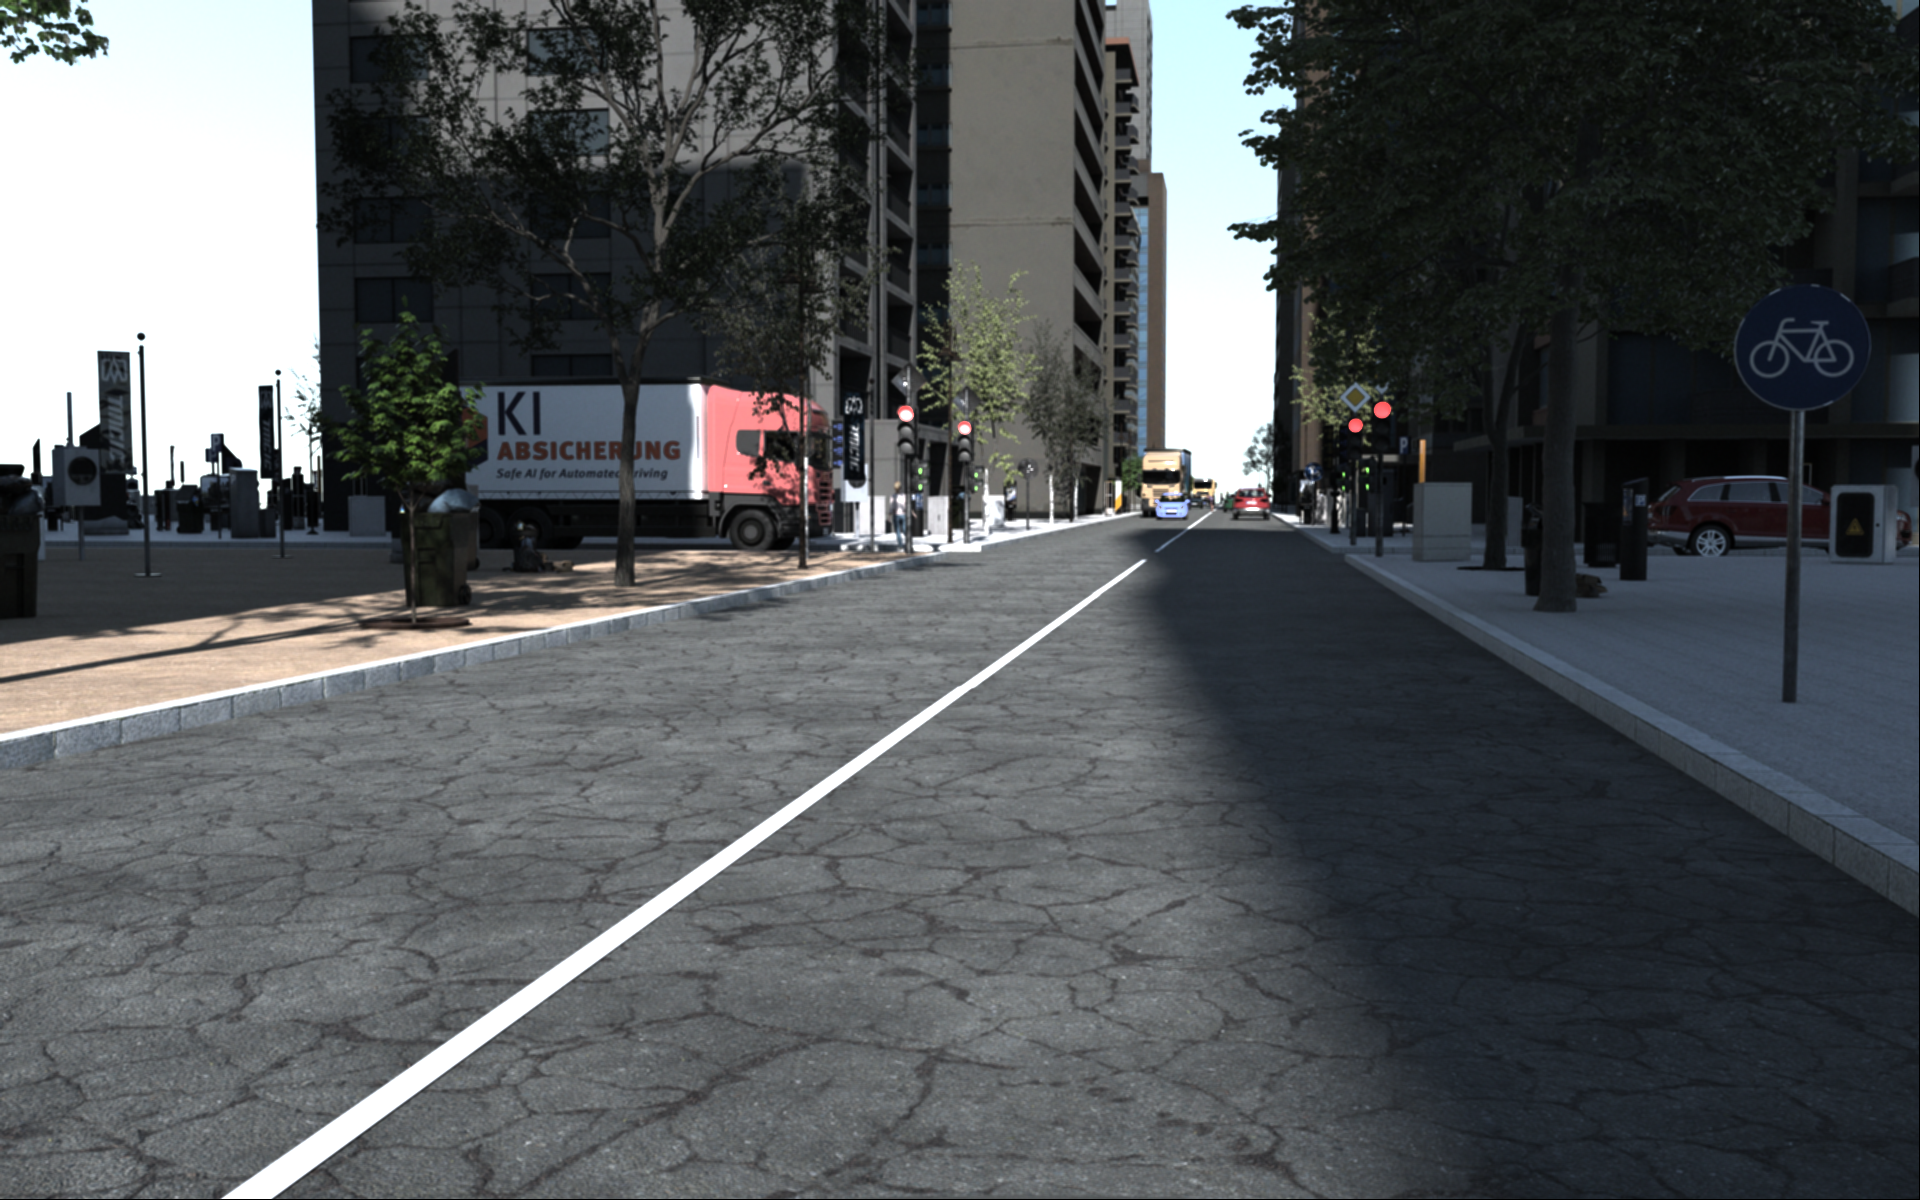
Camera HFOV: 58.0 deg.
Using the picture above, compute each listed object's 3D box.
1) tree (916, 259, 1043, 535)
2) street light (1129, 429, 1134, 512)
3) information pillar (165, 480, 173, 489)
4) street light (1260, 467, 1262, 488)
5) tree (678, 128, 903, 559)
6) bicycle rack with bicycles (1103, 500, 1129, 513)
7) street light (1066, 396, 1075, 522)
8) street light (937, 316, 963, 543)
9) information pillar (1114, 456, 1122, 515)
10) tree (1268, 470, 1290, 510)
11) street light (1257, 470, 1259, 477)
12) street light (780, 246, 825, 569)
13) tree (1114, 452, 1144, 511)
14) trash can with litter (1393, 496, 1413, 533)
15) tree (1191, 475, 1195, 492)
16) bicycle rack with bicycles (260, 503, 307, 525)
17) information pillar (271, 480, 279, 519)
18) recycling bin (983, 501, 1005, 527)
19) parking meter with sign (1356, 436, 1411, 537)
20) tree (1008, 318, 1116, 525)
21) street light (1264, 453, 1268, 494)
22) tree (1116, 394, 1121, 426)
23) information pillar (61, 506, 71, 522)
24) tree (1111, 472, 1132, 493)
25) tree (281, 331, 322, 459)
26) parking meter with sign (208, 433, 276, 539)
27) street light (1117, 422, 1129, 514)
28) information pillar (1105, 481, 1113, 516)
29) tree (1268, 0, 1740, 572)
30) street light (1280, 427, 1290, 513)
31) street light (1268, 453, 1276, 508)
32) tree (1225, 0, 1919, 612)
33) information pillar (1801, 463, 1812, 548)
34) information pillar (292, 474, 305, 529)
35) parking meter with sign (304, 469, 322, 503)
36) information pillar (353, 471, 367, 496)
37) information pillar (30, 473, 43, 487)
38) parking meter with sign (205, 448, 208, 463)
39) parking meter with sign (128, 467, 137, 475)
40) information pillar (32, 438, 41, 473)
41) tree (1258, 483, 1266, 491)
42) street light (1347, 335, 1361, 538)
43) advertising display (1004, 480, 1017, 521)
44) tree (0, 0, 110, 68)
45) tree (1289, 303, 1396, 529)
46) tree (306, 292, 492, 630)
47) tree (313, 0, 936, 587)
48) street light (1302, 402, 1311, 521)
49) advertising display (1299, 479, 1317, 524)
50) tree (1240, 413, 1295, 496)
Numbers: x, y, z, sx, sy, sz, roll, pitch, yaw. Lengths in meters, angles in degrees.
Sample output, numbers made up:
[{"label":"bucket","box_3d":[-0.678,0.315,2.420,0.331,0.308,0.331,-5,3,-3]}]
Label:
[{"label":"tree","box_3d":[0.712,-6.321,53.712,4.737,8.622,4.395,0,3,0]},{"label":"street light","box_3d":[11.828,-9.046,120.691,0.468,5.910,1.993,1,4,9]},{"label":"information pillar","box_3d":[-42.210,-5.383,92.500,0.304,2.012,0.304,0,4,-6]},{"label":"street light","box_3d":[36.649,-14.396,208.155,0.468,5.910,1.993,1,4,9]},{"label":"tree","box_3d":[-3.309,-5.122,34.107,4.360,8.622,3.978,0,3,0]},{"label":"bicycle rack with bicycles","box_3d":[10.097,-6.182,114.455,2.852,0.926,2.925,0,4,7]},{"label":"street light","box_3d":[5.032,-6.451,78.267,0.468,5.910,1.993,1,4,9]},{"label":"street light","box_3d":[-0.256,-4.422,45.090,0.468,5.910,1.993,1,4,9]},{"label":"information pillar","box_3d":[9.805,-7.091,107.290,0.183,3.616,0.504,-3,5,-40]},{"label":"tree","box_3d":[29.678,-10.148,160.524,1.663,3.219,1.824,0,3,0]},{"label":"street light","box_3d":[41.967,-16.450,241.736,0.468,5.910,1.993,1,4,9]},{"label":"street light","box_3d":[-2.715,-3.481,29.703,0.468,5.910,1.993,1,4,9]},{"label":"tree","box_3d":[13.564,-9.162,133.518,4.285,4.588,4.351,0,3,0]},{"label":"trash can with litter","box_3d":[14.868,-2.816,57.094,2.233,1.210,1.678,1,4,10]},{"label":"tree","box_3d":[36.146,-17.867,275.837,4.285,4.588,4.351,0,3,0]},{"label":"bicycle rack with bicycles","box_3d":[-28.784,-3.610,72.402,2.852,0.926,2.925,1,4,19]},{"label":"information pillar","box_3d":[-35.215,-5.170,89.014,0.304,2.012,0.304,-2,4,-28]},{"label":"recycling bin","box_3d":[1.323,-3.383,67.860,0.722,1.027,0.722,-1,4,-13]},{"label":"parking meter with sign","box_3d":[12.623,-3.412,52.043,1.738,3.016,0.543,-1,4,-17]},{"label":"tree","box_3d":[3.883,-7.430,71.838,4.360,8.622,3.978,0,3,0]},{"label":"street light","box_3d":[34.036,-13.407,191.991,0.468,5.910,1.993,1,4,9]},{"label":"tree","box_3d":[5.647,-8.143,83.498,4.360,8.622,3.978,0,3,0]},{"label":"information pillar","box_3d":[-41.405,-4.626,80.130,0.304,2.012,0.304,2,4,32]},{"label":"tree","box_3d":[11.969,-8.178,128.308,1.663,3.219,1.824,0,3,0]},{"label":"tree","box_3d":[-27.780,-7.751,77.099,4.737,8.622,4.395,0,3,0]},{"label":"parking meter with sign","box_3d":[-20.789,-3.307,50.335,0.543,3.016,1.738,2,4,34]},{"label":"street light","box_3d":[10.357,-8.471,111.281,0.468,5.910,1.993,1,4,9]},{"label":"information pillar","box_3d":[8.820,-6.059,103.550,0.304,2.012,0.304,0,4,7]},{"label":"tree","box_3d":[8.981,-6.297,28.715,9.928,11.665,9.643,0,3,0]},{"label":"street light","box_3d":[23.358,-9.327,125.290,0.468,5.910,1.993,1,4,9]},{"label":"street light","box_3d":[28.681,-11.347,158.304,0.468,5.910,1.993,1,4,9]},{"label":"tree","box_3d":[6.915,-6.133,18.399,7.486,12.596,7.792,0,3,0]},{"label":"information pillar","box_3d":[20.236,-2.271,41.629,0.304,2.012,0.304,1,4,11]},{"label":"information pillar","box_3d":[-24.015,-3.570,62.859,0.304,2.012,0.304,2,4,26]},{"label":"parking meter with sign","box_3d":[-46.003,-7.713,122.363,1.738,3.016,0.543,-1,4,-23]},{"label":"information pillar","box_3d":[-19.315,-3.137,55.783,0.304,2.012,0.304,1,4,10]},{"label":"information pillar","box_3d":[-31.510,-3.342,59.136,0.304,2.012,0.304,-1,4,-14]},{"label":"parking meter with sign","box_3d":[-27.682,-4.228,65.391,1.738,3.016,0.543,2,4,31]},{"label":"parking meter with sign","box_3d":[-52.688,-6.968,110.192,0.543,3.016,1.738,-2,4,-29]},{"label":"information pillar","box_3d":[-38.376,-4.936,72.064,0.183,3.616,0.504,0,4,1]},{"label":"tree","box_3d":[47.079,-16.967,272.007,1.663,3.219,1.824,0,3,0]},{"label":"street light","box_3d":[11.430,-4.743,50.333,0.468,5.910,1.993,1,4,9]},{"label":"advertising display","box_3d":[2.363,-4.679,81.715,0.123,1.923,0.974,2,4,33]},{"label":"tree","box_3d":[-6.679,-5.057,8.436,9.928,11.665,9.643,0,3,0]},{"label":"tree","box_3d":[14.284,-6.941,63.843,4.737,8.622,4.395,0,3,0]},{"label":"tree","box_3d":[-5.415,-1.349,16.664,1.663,3.219,1.824,0,3,0]},{"label":"tree","box_3d":[-4.637,-5.436,23.285,8.767,10.594,7.601,0,4,-4]},{"label":"street light","box_3d":[16.643,-6.763,83.365,0.468,5.910,1.993,1,4,9]},{"label":"advertising display","box_3d":[14.749,-4.175,73.476,0.123,1.923,0.974,-2,4,-32]},{"label":"tree","box_3d":[35.814,-16.239,199.918,7.601,10.594,8.767,1,4,23]}]
